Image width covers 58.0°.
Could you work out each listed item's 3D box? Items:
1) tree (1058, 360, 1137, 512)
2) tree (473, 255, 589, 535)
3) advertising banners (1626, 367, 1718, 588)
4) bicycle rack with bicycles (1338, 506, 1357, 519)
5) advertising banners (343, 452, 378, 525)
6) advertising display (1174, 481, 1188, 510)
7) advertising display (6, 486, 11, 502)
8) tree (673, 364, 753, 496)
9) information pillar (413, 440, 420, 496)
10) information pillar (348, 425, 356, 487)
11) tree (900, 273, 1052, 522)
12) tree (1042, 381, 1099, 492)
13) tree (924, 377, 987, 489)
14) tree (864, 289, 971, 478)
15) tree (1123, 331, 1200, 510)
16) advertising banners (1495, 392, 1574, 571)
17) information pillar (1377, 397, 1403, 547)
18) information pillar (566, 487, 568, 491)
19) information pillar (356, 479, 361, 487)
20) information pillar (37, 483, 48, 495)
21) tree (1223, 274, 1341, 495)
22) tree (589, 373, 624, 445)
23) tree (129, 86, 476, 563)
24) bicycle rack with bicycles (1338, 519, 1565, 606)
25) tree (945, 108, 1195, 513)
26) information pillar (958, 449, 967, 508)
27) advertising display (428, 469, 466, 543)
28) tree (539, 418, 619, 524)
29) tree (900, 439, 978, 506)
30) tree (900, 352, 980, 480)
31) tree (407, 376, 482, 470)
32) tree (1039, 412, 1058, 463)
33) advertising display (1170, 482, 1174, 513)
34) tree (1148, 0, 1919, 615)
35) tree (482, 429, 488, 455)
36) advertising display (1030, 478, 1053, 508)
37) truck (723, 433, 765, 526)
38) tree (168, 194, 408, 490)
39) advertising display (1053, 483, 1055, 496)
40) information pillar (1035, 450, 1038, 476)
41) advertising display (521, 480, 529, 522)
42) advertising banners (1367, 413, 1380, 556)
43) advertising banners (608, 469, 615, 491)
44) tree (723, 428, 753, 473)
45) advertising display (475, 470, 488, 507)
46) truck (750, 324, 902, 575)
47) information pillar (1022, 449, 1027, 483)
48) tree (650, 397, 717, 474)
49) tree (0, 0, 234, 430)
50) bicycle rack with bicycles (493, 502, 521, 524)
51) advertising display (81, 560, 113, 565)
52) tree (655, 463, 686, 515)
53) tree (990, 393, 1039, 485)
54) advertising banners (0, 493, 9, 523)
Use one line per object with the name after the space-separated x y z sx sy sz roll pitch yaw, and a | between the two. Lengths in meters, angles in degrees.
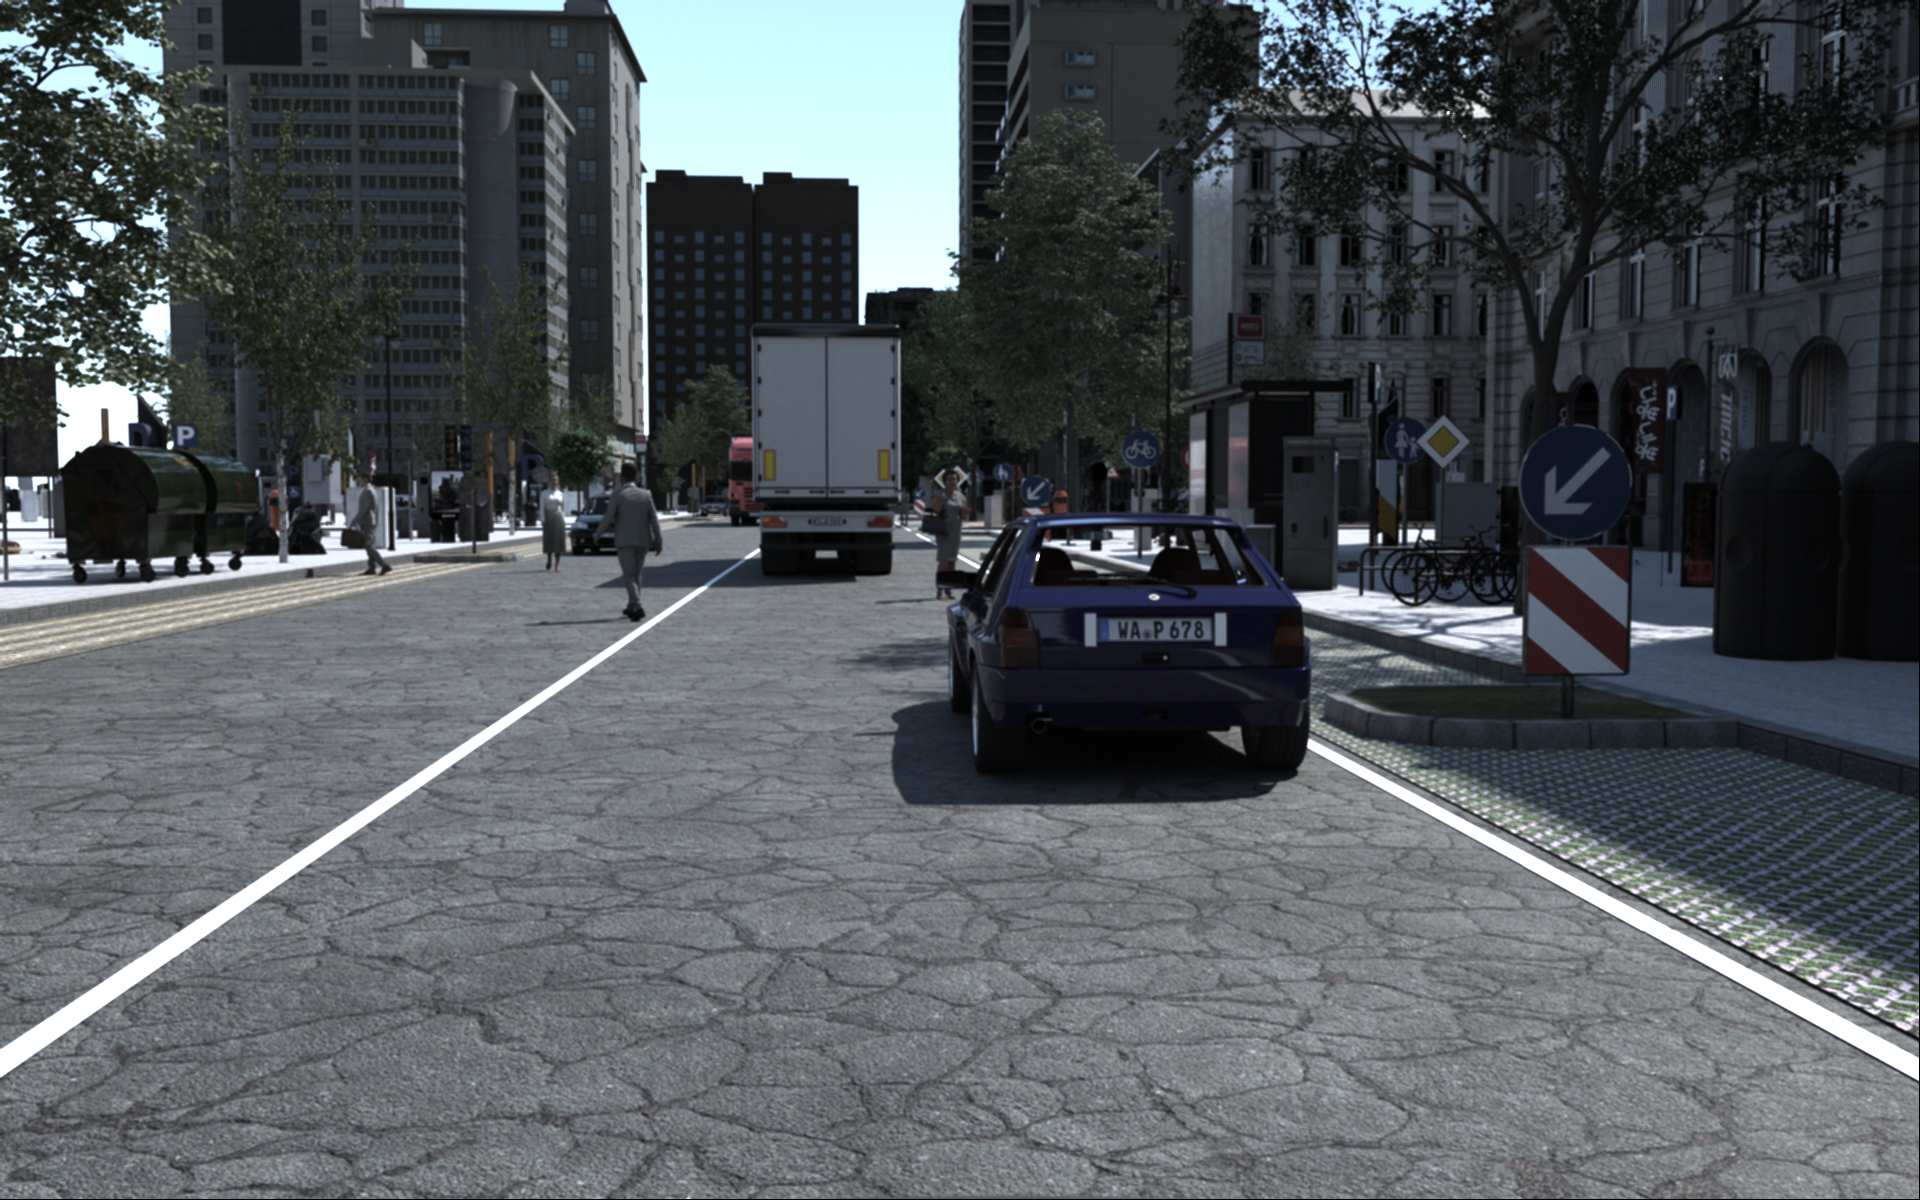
7.910 -8.731 93.108 4.360 8.622 3.978 0 3 0 | tree
-14.044 -6.330 53.851 4.737 8.622 4.395 0 3 0 | tree
10.209 -1.685 23.744 2.074 3.025 0.090 1 4 21 | advertising banners
15.767 -3.763 74.912 2.925 0.926 2.852 1 4 9 | bicycle rack with bicycles
-24.492 -4.567 70.850 0.090 3.025 2.074 1 4 22 | advertising banners
11.277 -5.009 87.108 0.123 1.923 0.974 -3 5 -40 | advertising display
-73.006 -7.766 132.193 0.974 1.923 0.123 -2 4 -34 | advertising display
-21.151 -14.230 150.788 7.486 12.596 7.792 0 3 0 | tree
-23.412 -5.094 74.634 0.183 3.616 0.504 -3 5 -45 | information pillar
-20.638 -4.128 58.854 0.183 3.616 0.504 -3 4 -36 | information pillar
0.756 -9.448 80.222 9.928 11.665 9.643 0 3 0 | tree
6.930 -9.717 109.233 4.737 8.622 4.395 0 3 0 | tree
-0.421 -9.738 109.574 4.737 8.622 4.395 0 3 0 | tree
-5.148 -18.637 160.608 12.611 20.169 13.585 0 3 0 | tree
9.099 -7.805 77.972 4.737 8.622 4.395 0 3 0 | tree
9.744 -2.025 29.292 2.074 3.025 0.090 -3 4 -37 | advertising banners
10.275 -3.075 41.639 0.504 3.616 0.183 0 4 -7 | information pillar
-24.904 -7.236 109.669 0.183 3.616 0.504 -1 4 -17 | information pillar
-27.278 -4.545 78.810 0.304 2.012 0.304 2 4 35 | information pillar
-63.204 -7.025 119.348 0.304 2.012 0.304 -2 4 -32 | information pillar
10.891 -6.622 58.635 4.360 8.622 3.978 0 3 0 | tree
-22.224 -9.407 104.164 4.737 8.622 4.395 0 3 0 | tree
-12.405 -4.993 31.998 4.737 8.622 4.395 0 3 0 | tree
6.219 -0.462 20.939 2.925 0.926 2.852 0 4 -6 | bicycle rack with bicycles
3.010 -8.189 52.022 7.486 12.596 7.792 0 3 0 | tree
0.130 -6.004 89.521 0.504 3.616 0.183 -1 4 -18 | information pillar
-13.434 -2.457 45.381 0.974 1.923 0.123 -3 5 -39 | advertising display
-16.318 -5.502 73.673 4.285 4.588 4.351 0 3 0 | tree
-0.674 -7.210 101.591 4.285 4.588 4.351 0 3 0 | tree
-3.069 -13.381 135.789 9.611 12.733 9.660 0 3 0 | tree
-32.675 -9.571 106.854 4.360 8.622 3.978 0 3 0 | tree
7.392 -9.409 104.199 4.360 8.622 3.978 0 3 0 | tree
11.367 -5.383 93.232 0.123 1.923 0.974 2 4 30 | advertising display
5.906 -5.099 17.783 8.767 10.594 7.601 1 4 18 | tree
-36.748 -10.818 127.244 4.360 8.622 3.978 0 3 0 | tree
3.246 -3.959 69.936 0.974 1.923 0.123 3 5 41 | advertising display
-9.291 -5.653 81.337 2.839 4.237 11.283 0 4 -3 | truck
-16.659 -5.670 43.074 4.360 8.622 3.978 0 3 0 | tree
4.955 -5.709 98.559 0.974 1.923 0.123 -2 4 -32 | advertising display
4.105 -6.226 93.145 0.183 3.616 0.504 1 4 9 | information pillar
-19.908 -4.534 79.348 0.123 1.923 0.974 -2 4 -28 | advertising display
8.798 -2.490 36.898 0.090 3.025 2.074 0 4 8 | advertising banners
-18.161 -5.955 93.549 2.074 3.025 0.090 0 4 7 | advertising banners
-24.921 -15.141 197.912 4.360 8.622 3.978 0 3 0 | tree
-12.928 -2.545 46.825 0.123 1.923 0.974 0 4 -2 | advertising display
-2.652 -2.770 34.196 2.839 4.237 11.283 0 4 -5 | truck
3.327 -5.996 89.382 0.183 3.616 0.504 -1 4 -21 | information pillar
-20.591 -11.061 131.203 4.737 8.622 4.395 0 3 0 | tree
-12.005 -6.151 18.701 7.486 12.596 7.792 0 3 0 | tree
-20.632 -3.808 75.645 2.925 0.926 2.852 -2 4 -31 | bicycle rack with bicycles
-15.721 -1.621 31.725 0.123 1.923 0.974 1 4 21 | advertising display
-18.843 -7.204 112.392 1.663 3.219 1.824 0 3 0 | tree
4.266 -10.762 126.326 4.360 8.622 3.978 0 3 0 | tree
-43.259 -4.916 76.559 2.074 3.025 0.090 -2 4 -25 | advertising banners
